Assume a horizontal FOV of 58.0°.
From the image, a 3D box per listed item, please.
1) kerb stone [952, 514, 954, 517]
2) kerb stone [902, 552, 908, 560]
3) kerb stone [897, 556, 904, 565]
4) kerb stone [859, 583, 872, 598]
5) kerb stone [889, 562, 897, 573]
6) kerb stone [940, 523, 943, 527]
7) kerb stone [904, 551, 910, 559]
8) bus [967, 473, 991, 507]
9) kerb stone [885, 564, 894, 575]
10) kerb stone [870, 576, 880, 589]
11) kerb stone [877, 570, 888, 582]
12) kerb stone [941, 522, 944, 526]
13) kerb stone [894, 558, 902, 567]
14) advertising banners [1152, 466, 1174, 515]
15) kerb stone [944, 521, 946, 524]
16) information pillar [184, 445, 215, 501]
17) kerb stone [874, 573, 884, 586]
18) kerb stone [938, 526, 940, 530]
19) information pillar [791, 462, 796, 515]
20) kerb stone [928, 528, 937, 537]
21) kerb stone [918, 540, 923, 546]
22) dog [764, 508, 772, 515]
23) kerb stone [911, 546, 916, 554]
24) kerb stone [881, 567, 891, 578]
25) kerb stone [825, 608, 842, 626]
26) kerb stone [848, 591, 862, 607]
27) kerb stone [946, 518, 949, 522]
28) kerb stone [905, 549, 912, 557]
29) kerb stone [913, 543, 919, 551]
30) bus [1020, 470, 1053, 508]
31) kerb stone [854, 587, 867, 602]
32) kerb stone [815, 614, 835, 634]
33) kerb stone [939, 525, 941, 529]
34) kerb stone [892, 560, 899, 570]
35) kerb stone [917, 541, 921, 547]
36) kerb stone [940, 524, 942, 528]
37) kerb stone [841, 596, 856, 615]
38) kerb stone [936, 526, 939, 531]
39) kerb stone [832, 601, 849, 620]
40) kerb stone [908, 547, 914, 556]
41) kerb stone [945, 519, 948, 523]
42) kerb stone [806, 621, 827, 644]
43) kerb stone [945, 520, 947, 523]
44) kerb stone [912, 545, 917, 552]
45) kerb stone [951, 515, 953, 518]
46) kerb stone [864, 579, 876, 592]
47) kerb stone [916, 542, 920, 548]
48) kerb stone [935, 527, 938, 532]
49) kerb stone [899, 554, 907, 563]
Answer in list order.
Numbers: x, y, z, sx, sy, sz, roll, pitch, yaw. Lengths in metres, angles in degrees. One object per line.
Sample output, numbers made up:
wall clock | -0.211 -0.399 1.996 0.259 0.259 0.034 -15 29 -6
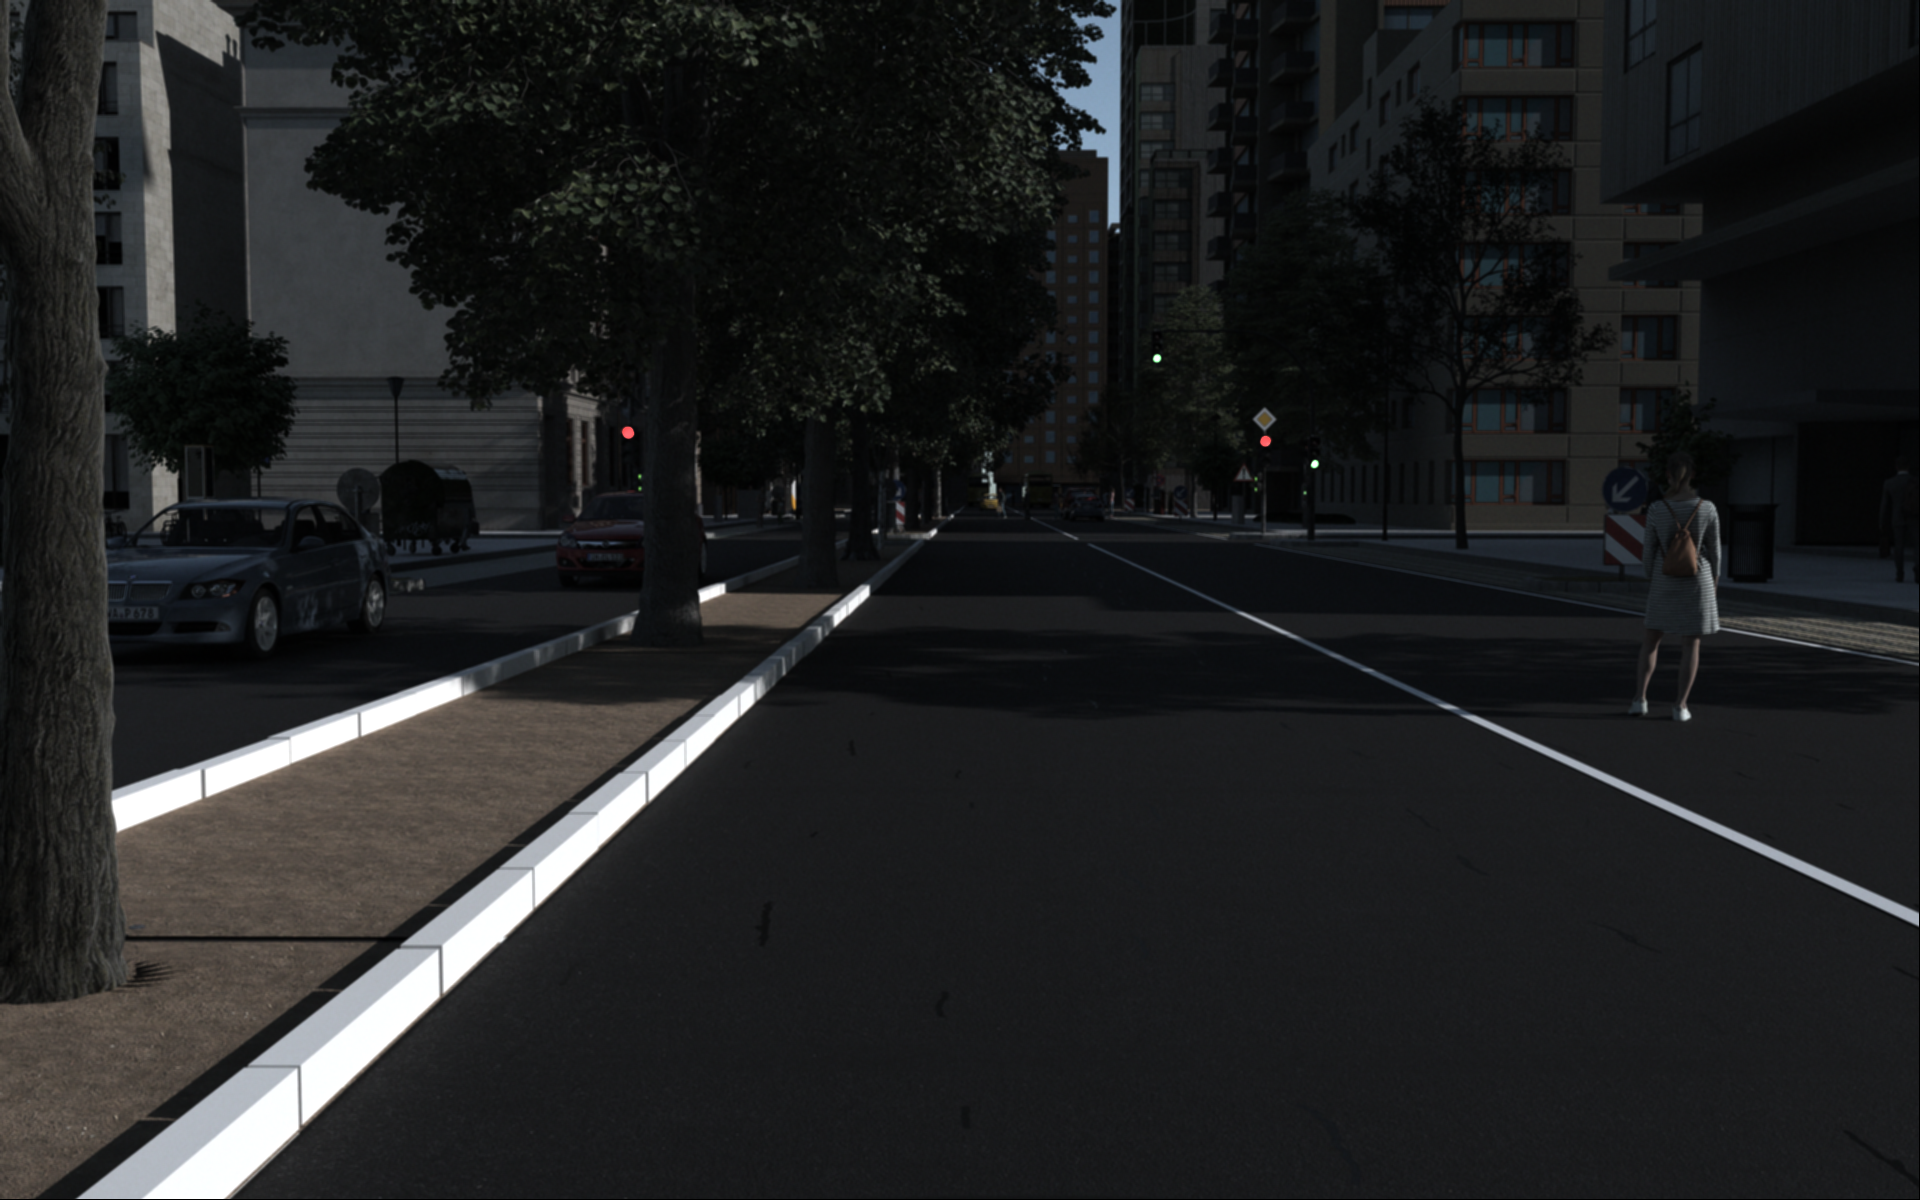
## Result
kerb stone | -0.567 -4.716 99.307 0.120 0.150 1.000 0 4 1
kerb stone | -1.210 -0.851 36.180 0.120 0.150 1.000 0 4 1
kerb stone | -1.237 -0.729 34.117 0.120 0.150 1.000 0 4 1
kerb stone | -1.340 -0.103 23.884 0.120 0.150 1.000 0 4 1
kerb stone | -1.267 -0.533 31.052 0.120 0.150 1.000 0 4 1
kerb stone | -0.867 -2.897 69.557 0.120 0.150 1.000 0 4 1
kerb stone | -1.202 -0.915 37.202 0.120 0.150 1.000 0 4 1
bus | 2.165 -12.874 202.028 2.896 3.916 12.252 0 4 1
kerb stone | -1.274 -0.479 30.025 0.120 0.150 1.000 0 4 1
kerb stone | -1.318 -0.225 25.928 0.120 0.150 1.000 0 4 1
kerb stone | -1.297 -0.353 27.973 0.120 0.150 1.000 0 4 1
kerb stone | -0.848 -3.022 71.605 0.120 0.150 1.000 0 4 1
kerb stone | -1.239 -0.667 33.095 0.120 0.150 1.000 0 4 1
advertising banners | 12.384 -6.697 105.685 0.090 3.025 2.074 -2 4 -34
kerb stone | -0.811 -3.271 75.721 0.120 0.150 1.000 0 4 1
information pillar | -11.450 -1.323 26.122 0.304 2.012 0.304 0 4 3
kerb stone | -1.302 -0.288 26.949 0.120 0.150 1.000 0 4 1
kerb stone | -0.923 -2.583 64.429 0.120 0.150 1.000 0 4 1
information pillar | -10.107 -6.950 104.984 0.183 3.616 0.504 2 4 24
kerb stone | -0.970 -2.327 60.327 0.120 0.150 1.000 0 4 1
kerb stone | -1.122 -1.420 45.406 0.120 0.150 1.000 0 4 1
dog | -11.022 -5.030 99.072 0.540 0.507 0.406 -1 4 -10
kerb stone | -1.168 -1.104 40.277 0.120 0.150 1.000 0 4 1
kerb stone | -1.285 -0.416 29.003 0.120 0.150 1.000 0 4 1
kerb stone | -1.400 0.217 18.748 0.120 0.150 1.000 0 4 1
kerb stone | -1.362 0.022 21.836 0.120 0.150 1.000 0 4 1
kerb stone | -0.732 -3.712 82.889 0.120 0.150 1.000 0 4 1
kerb stone | -1.191 -0.977 38.224 0.120 0.150 1.000 0 4 1
kerb stone | -1.144 -1.231 42.320 0.120 0.150 1.000 0 4 1
bus | 7.974 -11.538 180.186 2.896 3.916 12.252 0 4 -1
kerb stone | -1.349 -0.041 22.858 0.120 0.150 1.000 0 4 1
kerb stone | -1.406 0.274 17.725 0.120 0.150 1.000 0 4 1
kerb stone | -0.905 -2.708 66.478 0.120 0.150 1.000 0 4 1
kerb stone | -1.250 -0.600 32.074 0.120 0.150 1.000 0 4 1
kerb stone | -1.130 -1.357 44.379 0.120 0.150 1.000 0 4 1
kerb stone | -0.879 -2.834 68.534 0.120 0.150 1.000 0 4 1
kerb stone | -1.370 0.084 20.815 0.120 0.150 1.000 0 4 1
kerb stone | -0.932 -2.521 63.407 0.120 0.150 1.000 0 4 1
kerb stone | -1.389 0.149 19.783 0.120 0.150 1.000 0 4 1
kerb stone | -1.186 -1.043 39.255 0.120 0.150 1.000 0 4 1
kerb stone | -0.758 -3.524 79.813 0.120 0.150 1.000 0 4 1
kerb stone | -1.412 0.339 16.697 0.120 0.150 1.000 0 4 1
kerb stone | -0.785 -3.399 77.767 0.120 0.150 1.000 0 4 1
kerb stone | -1.156 -1.168 41.298 0.120 0.150 1.000 0 4 1
kerb stone | -0.611 -4.465 95.200 0.120 0.150 1.000 0 4 1
kerb stone | -1.332 -0.166 24.906 0.120 0.150 1.000 0 4 1
kerb stone | -1.134 -1.293 43.342 0.120 0.150 1.000 0 4 1
kerb stone | -0.955 -2.395 61.360 0.120 0.150 1.000 0 4 1
kerb stone | -1.217 -0.790 35.143 0.120 0.150 1.000 0 4 1
